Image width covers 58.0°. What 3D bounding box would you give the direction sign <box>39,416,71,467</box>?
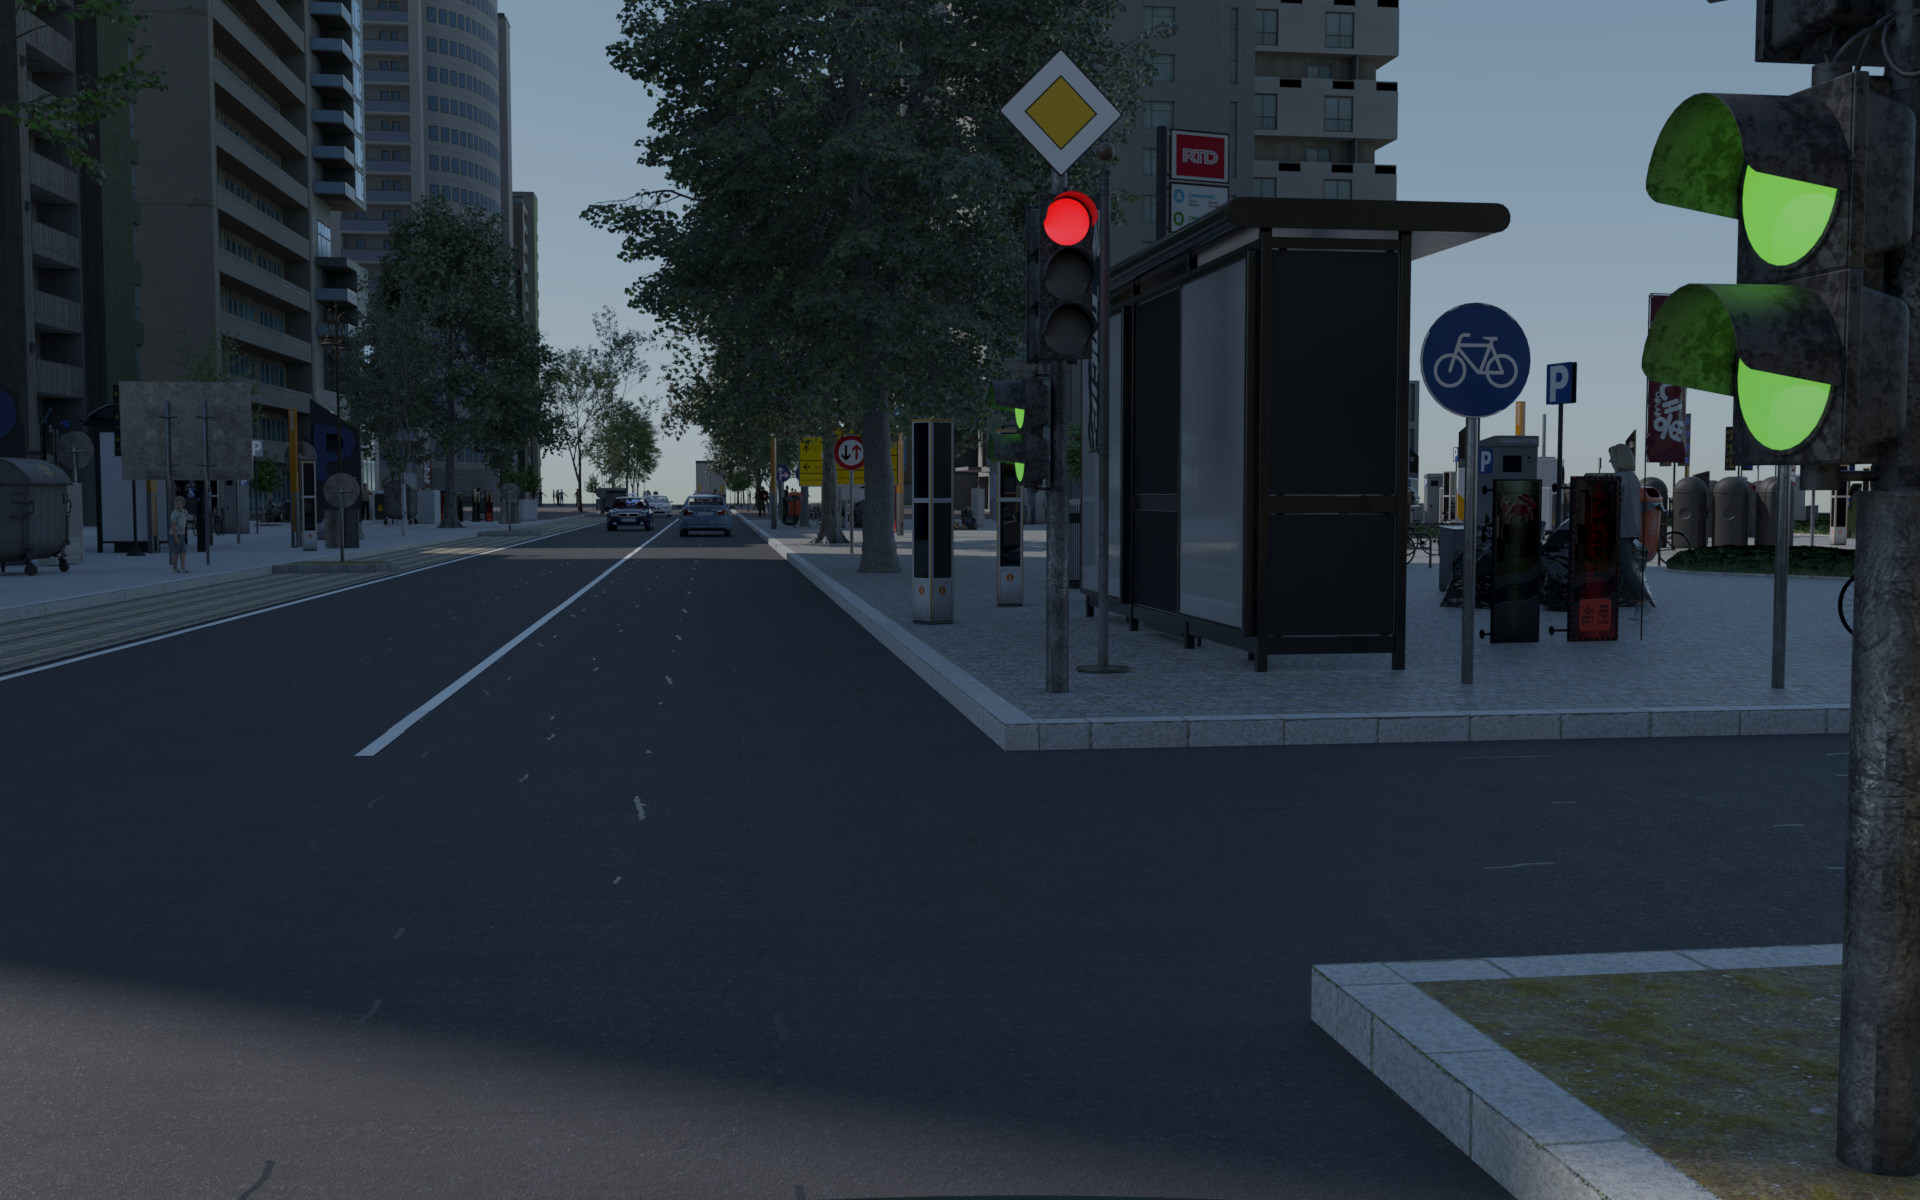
[{"bbox_3d":[-26.377,-3.583,50.579,0.379,3.537,0.876,3,4,36],"label":"direction sign"}]

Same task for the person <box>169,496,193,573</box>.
[{"bbox_3d":[-12.647,-1.062,28.094,0.332,1.250,0.352,-3,5,-40],"label":"person"}]

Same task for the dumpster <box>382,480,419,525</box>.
[{"bbox_3d":[-23.587,-4.111,72.978,1.264,1.857,1.865,-1,4,-8],"label":"dumpster"}]

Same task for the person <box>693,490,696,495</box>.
[{"bbox_3d":[-25.726,-9.792,168.586,0.705,1.826,1.348,-3,5,-45],"label":"person"}]

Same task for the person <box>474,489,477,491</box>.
[{"bbox_3d":[-46.153,-9.684,165.052,0.621,1.740,0.551,0,4,2],"label":"person"}]

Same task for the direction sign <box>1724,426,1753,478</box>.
[{"bbox_3d":[26.065,-4.036,57.992,0.876,3.537,0.379,1,4,15],"label":"direction sign"}]

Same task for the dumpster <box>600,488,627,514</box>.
[{"bbox_3d":[-23.361,-6.636,116.715,1.865,1.857,1.264,0,4,-6],"label":"dumpster"}]

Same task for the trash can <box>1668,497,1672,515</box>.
[{"bbox_3d":[31.464,-3.942,76.113,0.748,1.137,0.748,0,3,0],"label":"trash can"}]

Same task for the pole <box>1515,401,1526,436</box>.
[{"bbox_3d":[12.306,-2.707,38.108,0.158,3.312,0.155,0,3,0],"label":"pole"}]

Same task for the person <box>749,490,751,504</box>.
[{"bbox_3d":[-26.052,-12.749,214.574,0.705,1.814,1.350,-1,4,-19],"label":"person"}]

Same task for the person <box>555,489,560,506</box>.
[{"bbox_3d":[-44.686,-11.421,192.777,0.705,1.823,1.348,1,4,22],"label":"person"}]

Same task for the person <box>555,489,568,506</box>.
[{"bbox_3d":[-41.874,-10.762,182.079,1.350,1.814,0.705,-1,4,-20],"label":"person"}]

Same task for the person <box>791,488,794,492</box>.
[{"bbox_3d":[-14.343,-8.713,148.503,0.705,1.824,1.348,-1,4,-13],"label":"person"}]

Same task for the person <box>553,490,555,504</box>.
[{"bbox_3d":[-51.163,-12.963,217.989,0.705,1.823,1.348,-1,4,-13],"label":"person"}]

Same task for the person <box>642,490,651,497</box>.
[{"bbox_3d":[-27.282,-8.745,151.470,1.348,1.826,0.705,-1,4,-9],"label":"person"}]

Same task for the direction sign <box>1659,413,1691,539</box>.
[{"bbox_3d":[20.177,-3.482,48.926,0.379,3.537,0.876,-3,5,-41],"label":"direction sign"}]

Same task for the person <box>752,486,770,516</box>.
[{"bbox_3d":[-11.453,-5.703,99.804,1.217,1.766,0.721,-3,5,-40],"label":"person"}]

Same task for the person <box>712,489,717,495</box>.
[{"bbox_3d":[-12.926,-5.009,91.321,0.530,1.710,0.541,-1,4,-9],"label":"person"}]

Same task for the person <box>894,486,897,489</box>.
[{"bbox_3d":[-2.751,-3.951,71.237,0.643,1.750,0.593,2,4,27],"label":"person"}]

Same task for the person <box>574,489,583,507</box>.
[{"bbox_3d":[-38.377,-10.268,173.881,1.348,1.831,0.705,3,5,42],"label":"person"}]

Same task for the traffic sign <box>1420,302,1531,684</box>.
[{"bbox_3d":[3.429,-0.705,11.632,0.768,2.556,0.104,0,4,-7],"label":"traffic sign"}]

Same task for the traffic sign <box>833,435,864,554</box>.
[{"bbox_3d":[-2.329,-2.268,37.186,0.768,2.556,0.104,0,4,0],"label":"traffic sign"}]

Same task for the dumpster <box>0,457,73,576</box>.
[{"bbox_3d":[-15.138,-1.340,27.663,1.264,1.857,1.865,0,4,-8],"label":"dumpster"}]

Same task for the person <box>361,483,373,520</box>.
[{"bbox_3d":[-29.175,-4.828,84.993,1.348,1.823,0.705,-2,4,-32],"label":"person"}]

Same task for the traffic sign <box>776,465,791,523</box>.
[{"bbox_3d":[-7.762,-4.616,75.584,0.768,2.556,0.104,0,4,-2],"label":"traffic sign"}]

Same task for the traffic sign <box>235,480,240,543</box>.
[{"bbox_3d":[-18.760,-2.744,44.967,0.768,2.556,0.104,0,4,-4],"label":"traffic sign"}]

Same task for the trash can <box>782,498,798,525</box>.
[{"bbox_3d":[-6.948,-3.623,70.881,0.748,1.137,0.748,0,3,0],"label":"trash can"}]

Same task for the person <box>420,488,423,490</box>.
[{"bbox_3d":[-45.012,-8.488,144.828,0.705,1.824,1.348,-1,4,-16],"label":"person"}]

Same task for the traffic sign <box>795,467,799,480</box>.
[{"bbox_3d":[-6.831,-4.639,75.956,0.768,2.556,0.104,0,4,-6],"label":"traffic sign"}]

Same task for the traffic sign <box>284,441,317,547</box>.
[{"bbox_3d":[-15.864,-2.542,41.667,0.768,2.556,0.104,0,4,-3],"label":"traffic sign"}]

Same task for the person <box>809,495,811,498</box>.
[{"bbox_3d":[-14.437,-9.474,161.679,1.217,1.736,0.721,-3,4,-37],"label":"person"}]

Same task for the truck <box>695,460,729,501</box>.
[{"bbox_3d":[-21.522,-9.862,150.161,2.839,4.237,11.283,0,4,-7],"label":"truck"}]

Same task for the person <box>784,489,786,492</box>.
[{"bbox_3d":[-20.172,-11.826,199.338,0.705,1.831,1.348,2,4,32],"label":"person"}]

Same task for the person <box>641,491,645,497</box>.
[{"bbox_3d":[-41.038,-13.321,224.567,0.721,1.735,1.217,-2,4,-31],"label":"person"}]

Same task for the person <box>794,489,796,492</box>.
[{"bbox_3d":[-18.144,-11.287,190.542,0.705,1.831,1.348,1,4,23],"label":"person"}]

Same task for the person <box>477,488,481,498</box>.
[{"bbox_3d":[-33.505,-6.983,120.934,0.721,1.735,1.217,0,4,3],"label":"person"}]

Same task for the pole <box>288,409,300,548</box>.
[{"bbox_3d":[-15.908,-2.907,41.379,0.158,3.312,0.155,0,3,0],"label":"pole"}]

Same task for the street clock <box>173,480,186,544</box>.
[{"bbox_3d":[-19.645,-2.397,43.759,0.471,2.002,0.358,-1,4,-18],"label":"street clock"}]

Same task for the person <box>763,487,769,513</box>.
[{"bbox_3d":[-13.426,-6.907,119.413,0.683,1.767,0.568,0,4,8],"label":"person"}]

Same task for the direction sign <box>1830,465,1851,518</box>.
[{"bbox_3d":[29.880,-4.118,59.324,0.379,3.537,0.876,-1,4,-20],"label":"direction sign"}]

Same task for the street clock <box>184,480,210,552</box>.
[{"bbox_3d":[-16.770,-2.063,38.293,0.471,2.002,0.358,-1,4,-9],"label":"street clock"}]

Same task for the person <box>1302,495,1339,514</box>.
[{"bbox_3d":[5.857,-1.354,28.282,0.635,1.810,0.391,-1,4,-21],"label":"person"}]

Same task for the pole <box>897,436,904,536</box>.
[{"bbox_3d":[-1.844,-3.636,53.295,0.158,3.312,0.155,0,3,0],"label":"pole"}]

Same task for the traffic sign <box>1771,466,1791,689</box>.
[{"bbox_3d":[5.408,-0.689,11.373,0.768,2.556,0.104,0,4,-5],"label":"traffic sign"}]

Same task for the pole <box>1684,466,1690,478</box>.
[{"bbox_3d":[33.890,-5.317,80.769,0.158,3.312,0.155,0,3,0],"label":"pole"}]

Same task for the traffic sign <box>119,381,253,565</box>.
[{"bbox_3d":[-13.993,-2.293,31.358,2.265,3.308,0.079,0,4,-7],"label":"traffic sign"}]

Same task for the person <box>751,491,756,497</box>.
[{"bbox_3d":[-25.768,-12.960,218.461,1.217,1.766,0.721,-3,4,-36],"label":"person"}]

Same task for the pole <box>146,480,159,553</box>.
[{"bbox_3d":[-17.454,-2.663,37.387,0.158,3.312,0.155,0,3,0],"label":"pole"}]

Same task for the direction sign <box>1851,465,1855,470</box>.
[{"bbox_3d":[45.852,-5.964,89.508,0.379,3.537,0.876,-1,4,-23],"label":"direction sign"}]

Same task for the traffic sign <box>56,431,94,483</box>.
[{"bbox_3d":[-17.988,-2.147,35.210,0.768,2.556,0.104,0,4,1],"label":"traffic sign"}]

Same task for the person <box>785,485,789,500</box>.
[{"bbox_3d":[-10.607,-6.145,106.538,0.705,1.821,1.348,-1,4,-12],"label":"person"}]

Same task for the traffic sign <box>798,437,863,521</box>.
[{"bbox_3d":[-4.497,-4.076,60.509,2.265,3.308,0.079,0,4,-3],"label":"traffic sign"}]

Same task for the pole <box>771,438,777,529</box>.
[{"bbox_3d":[-6.756,-4.217,62.797,0.158,3.312,0.155,0,3,0],"label":"pole"}]

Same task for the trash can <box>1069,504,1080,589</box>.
[{"bbox_3d":[1.634,-0.732,23.622,0.748,1.137,0.748,0,3,0],"label":"trash can"}]

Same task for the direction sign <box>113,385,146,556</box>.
[{"bbox_3d":[-17.097,-2.681,35.825,0.876,3.537,0.379,1,4,15],"label":"direction sign"}]

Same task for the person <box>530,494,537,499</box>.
[{"bbox_3d":[-48.021,-11.492,194.763,1.217,1.723,0.721,2,4,29],"label":"person"}]

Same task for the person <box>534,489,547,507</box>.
[{"bbox_3d":[-42.404,-10.339,175.114,1.348,1.821,0.705,0,4,6],"label":"person"}]

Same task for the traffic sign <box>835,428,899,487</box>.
[{"bbox_3d":[-2.981,-3.571,52.254,2.265,3.308,0.079,0,4,-3],"label":"traffic sign"}]

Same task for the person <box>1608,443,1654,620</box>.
[{"bbox_3d":[6.766,-0.706,17.770,0.709,1.800,0.728,-3,5,-42],"label":"person"}]
